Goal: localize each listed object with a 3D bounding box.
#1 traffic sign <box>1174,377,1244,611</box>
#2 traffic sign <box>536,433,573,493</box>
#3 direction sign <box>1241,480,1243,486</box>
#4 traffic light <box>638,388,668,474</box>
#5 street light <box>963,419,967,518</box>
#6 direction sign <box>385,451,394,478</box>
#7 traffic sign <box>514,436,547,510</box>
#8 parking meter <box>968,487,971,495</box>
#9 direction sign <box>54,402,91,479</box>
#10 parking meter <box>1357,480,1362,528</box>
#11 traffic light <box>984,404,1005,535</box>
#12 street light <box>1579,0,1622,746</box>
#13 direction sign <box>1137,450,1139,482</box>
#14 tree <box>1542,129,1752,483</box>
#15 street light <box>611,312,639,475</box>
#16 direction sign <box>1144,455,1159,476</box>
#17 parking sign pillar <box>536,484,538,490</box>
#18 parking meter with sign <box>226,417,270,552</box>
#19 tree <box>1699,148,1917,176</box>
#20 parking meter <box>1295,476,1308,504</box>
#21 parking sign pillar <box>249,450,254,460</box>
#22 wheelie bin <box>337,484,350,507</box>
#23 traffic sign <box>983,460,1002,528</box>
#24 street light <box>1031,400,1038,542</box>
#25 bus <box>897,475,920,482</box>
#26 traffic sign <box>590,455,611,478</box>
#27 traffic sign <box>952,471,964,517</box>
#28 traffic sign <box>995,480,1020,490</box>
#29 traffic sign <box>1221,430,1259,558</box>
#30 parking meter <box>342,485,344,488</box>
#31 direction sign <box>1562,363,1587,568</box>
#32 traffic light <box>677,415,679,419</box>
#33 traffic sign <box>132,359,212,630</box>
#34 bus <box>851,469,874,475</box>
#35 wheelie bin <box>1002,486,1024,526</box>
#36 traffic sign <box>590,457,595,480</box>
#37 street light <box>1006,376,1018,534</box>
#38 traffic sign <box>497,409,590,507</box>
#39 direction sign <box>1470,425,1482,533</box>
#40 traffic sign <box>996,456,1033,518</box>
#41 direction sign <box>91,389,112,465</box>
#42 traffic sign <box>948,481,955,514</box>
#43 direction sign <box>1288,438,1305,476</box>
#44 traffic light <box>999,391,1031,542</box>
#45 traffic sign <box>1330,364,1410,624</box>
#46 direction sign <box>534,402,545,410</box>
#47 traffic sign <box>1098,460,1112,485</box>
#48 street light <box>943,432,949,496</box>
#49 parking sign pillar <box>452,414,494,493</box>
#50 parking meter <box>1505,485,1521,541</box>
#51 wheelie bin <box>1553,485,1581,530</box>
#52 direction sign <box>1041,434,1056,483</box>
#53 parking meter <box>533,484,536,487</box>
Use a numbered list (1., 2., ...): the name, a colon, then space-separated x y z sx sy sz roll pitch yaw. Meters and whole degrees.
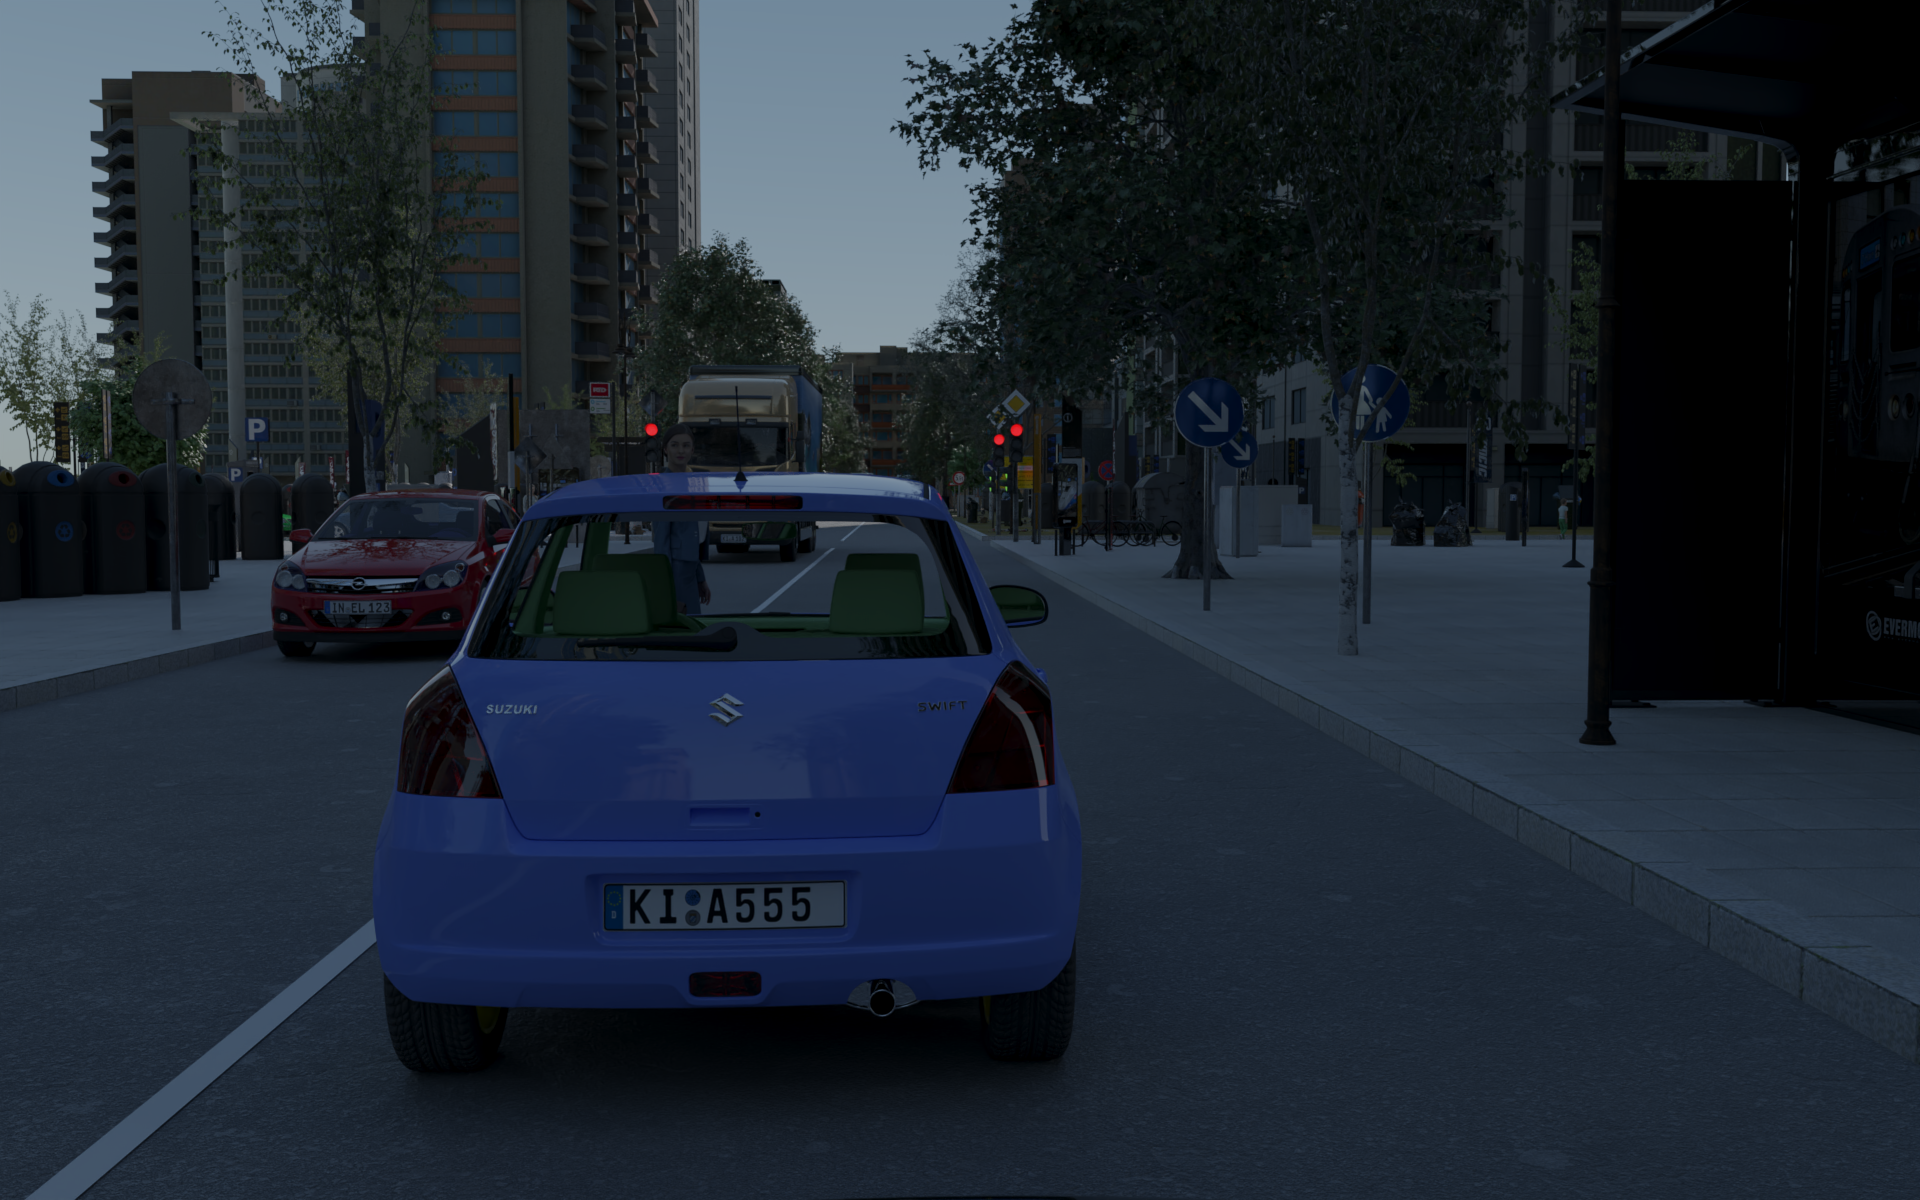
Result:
1. traffic sign: 2.719 -1.156 19.000 0.768 2.556 0.104 0 4 1
2. traffic sign: -8.645 -2.245 36.702 0.884 2.594 0.081 0 4 0
3. direction sign: 6.435 -2.907 39.525 0.379 3.537 0.876 1 4 14
4. traffic light: -8.127 -3.493 46.038 0.839 4.253 0.868 0 4 -2
5. street light: 0.265 -7.323 92.516 0.468 5.910 1.993 0 4 -2
6. direction sign: -29.873 -6.025 90.498 0.876 3.537 0.379 -1 4 -14
7. traffic sign: -8.616 -2.040 34.541 0.795 2.450 0.064 0 4 4
8. parking meter: 0.654 -6.135 106.010 0.255 1.863 0.399 0 4 -7
9. direction sign: -21.816 -3.101 42.705 0.876 3.537 0.379 -1 4 -9
10. parking meter: 14.761 -3.605 64.657 0.399 1.863 0.255 3 4 37
11. traffic light: 1.192 -4.003 54.377 0.839 4.253 0.868 0 4 -2
12. street light: 3.283 -2.199 8.739 0.468 5.910 1.993 0 4 -2
13. direction sign: 9.192 -5.993 89.990 0.379 3.537 0.876 0 4 0
14. tree: 13.823 -5.162 34.754 4.737 8.622 4.395 0 3 0
15. street light: -8.511 -4.363 44.123 0.468 5.910 1.993 0 4 -2
16. direction sign: 11.041 -6.589 99.733 0.876 3.537 0.379 2 4 24
17. parking sign pillar: -26.144 -7.216 106.453 1.447 3.967 1.447 -3 5 -45
18. parking meter with sign: -16.025 -2.592 38.640 0.543 3.016 1.738 0 4 3
19. tree: 14.604 -4.795 28.763 4.360 8.622 3.978 0 3 0
20. parking meter: 11.137 -3.107 56.511 0.399 1.863 0.255 0 4 4
21. parking sign pillar: -42.732 -7.072 104.093 1.447 3.967 1.447 -1 4 -11
22. wheelie bin: -18.945 -2.815 53.932 0.693 1.594 0.980 2 4 29
23. traffic sign: 1.234 -3.943 64.580 0.768 2.556 0.104 0 4 0
24. street light: 1.981 -4.481 46.050 0.468 5.910 1.993 0 4 -2
25. bus: -5.294 -10.843 172.144 2.948 3.499 13.247 0 4 -3
26. traffic sign: -11.805 -3.464 56.742 0.768 2.556 0.104 0 4 3
27. traffic sign: -0.037 -5.915 96.818 0.768 2.556 0.104 0 4 6
28. traffic sign: 2.946 -7.325 113.629 2.265 3.308 0.079 0 4 2
29. traffic sign: 5.555 -2.107 34.554 0.768 2.556 0.104 0 3 0
30. parking meter: -36.347 -5.919 102.480 0.399 1.863 0.255 0 4 3
31. direction sign: 10.748 -2.338 30.229 0.379 3.537 0.876 3 4 37
32. traffic light: -8.413 -3.982 54.018 0.839 4.253 0.868 0 4 -2
33. traffic sign: -7.416 -0.991 16.314 0.768 2.556 0.104 0 4 3
34. bus: -8.601 -9.347 147.690 2.948 3.499 13.247 0 4 -1
35. wheelie bin: 2.066 -3.726 68.836 0.693 1.594 0.980 3 5 40
36. traffic sign: -12.765 -3.653 59.837 0.768 2.556 0.104 0 4 5
37. street light: 1.647 -5.038 55.159 0.468 5.910 1.993 0 4 -2
38. traffic sign: -10.017 -2.924 41.683 2.265 3.308 0.079 0 4 5
39. direction sign: 16.968 -3.965 56.831 0.876 3.537 0.379 -3 5 -45
40. traffic sign: 3.021 -5.983 91.693 2.265 3.308 0.079 0 4 3
41. direction sign: -18.604 -2.803 37.823 0.379 3.537 0.876 -1 4 -16
42. traffic sign: -0.326 -6.725 109.964 0.884 2.594 0.081 0 4 6
43. direction sign: 13.560 -4.764 69.882 0.876 3.537 0.379 -2 4 -33
44. traffic light: 1.477 -3.515 46.397 0.839 4.253 0.868 0 4 -2
45. traffic sign: 4.022 -1.037 17.060 0.768 2.556 0.104 0 4 7
46. direction sign: -10.425 -3.122 43.037 0.379 3.537 0.876 -2 4 -29
47. traffic sign: 5.597 -3.995 65.425 0.768 2.556 0.104 0 4 0
48. street light: -1.008 -9.542 128.799 0.468 5.910 1.993 0 4 -2
49. parking sign pillar: -15.993 -4.184 56.874 1.447 3.967 1.447 -3 5 -41
50. parking meter: 15.217 -2.400 47.650 0.372 1.533 0.369 0 3 0
51. wheelie bin: 21.943 -3.351 62.692 0.980 1.594 0.693 0 4 5
52. direction sign: 3.202 -4.497 65.518 0.876 3.537 0.379 1 4 15
53. parking meter: -19.701 -4.525 79.703 0.399 1.863 0.255 3 5 40
